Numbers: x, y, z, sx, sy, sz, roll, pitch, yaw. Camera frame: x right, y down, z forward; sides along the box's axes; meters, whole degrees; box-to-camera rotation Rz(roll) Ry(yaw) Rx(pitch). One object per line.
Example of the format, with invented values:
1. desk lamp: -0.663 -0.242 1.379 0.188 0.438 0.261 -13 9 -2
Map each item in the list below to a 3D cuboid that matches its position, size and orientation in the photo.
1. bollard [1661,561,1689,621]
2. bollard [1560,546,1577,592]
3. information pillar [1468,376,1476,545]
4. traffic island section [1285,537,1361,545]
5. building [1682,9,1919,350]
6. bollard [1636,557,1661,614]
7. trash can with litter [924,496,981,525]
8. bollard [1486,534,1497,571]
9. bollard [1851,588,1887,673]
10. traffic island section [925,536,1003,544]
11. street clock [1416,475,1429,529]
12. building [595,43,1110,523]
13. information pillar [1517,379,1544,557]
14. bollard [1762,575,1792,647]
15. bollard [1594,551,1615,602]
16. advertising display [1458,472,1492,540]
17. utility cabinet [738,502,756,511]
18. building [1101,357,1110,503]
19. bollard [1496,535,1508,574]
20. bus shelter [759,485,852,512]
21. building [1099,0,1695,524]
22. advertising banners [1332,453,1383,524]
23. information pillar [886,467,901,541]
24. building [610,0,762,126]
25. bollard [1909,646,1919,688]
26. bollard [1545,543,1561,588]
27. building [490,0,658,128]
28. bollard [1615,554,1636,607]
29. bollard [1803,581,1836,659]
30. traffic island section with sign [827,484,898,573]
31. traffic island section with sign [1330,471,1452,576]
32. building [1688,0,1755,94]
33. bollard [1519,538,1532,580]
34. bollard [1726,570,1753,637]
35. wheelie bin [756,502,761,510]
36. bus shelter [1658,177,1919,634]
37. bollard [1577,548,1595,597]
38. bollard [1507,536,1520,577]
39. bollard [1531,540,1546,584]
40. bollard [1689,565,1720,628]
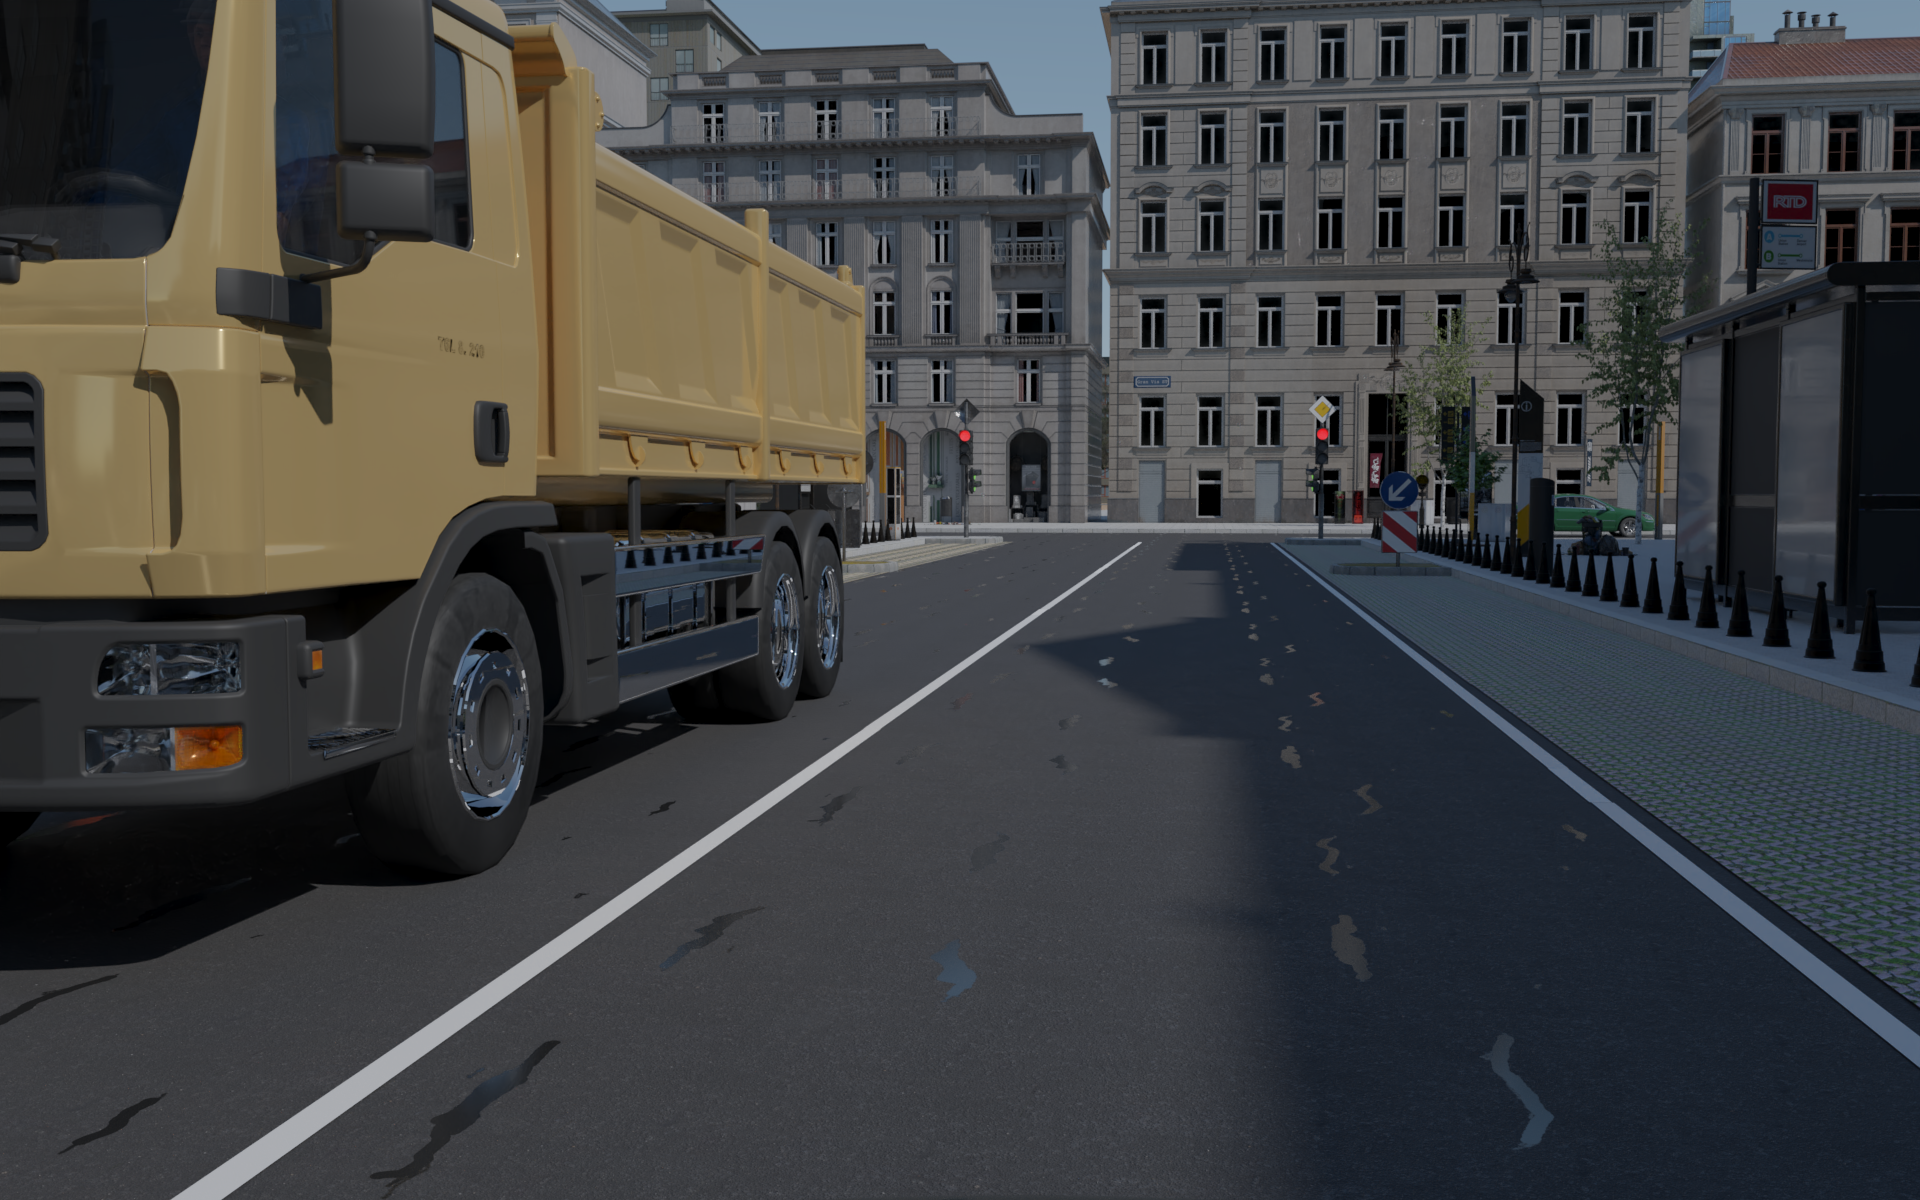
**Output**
1. bollard: 7.331 -0.099 17.653 0.229 0.601 0.229 0 3 0
2. bollard: 8.066 -0.410 22.747 0.229 0.601 0.229 0 3 0
3. information pillar: 10.142 -2.627 34.309 0.183 3.616 0.504 1 4 13
4. traffic island section: 10.350 -1.670 49.588 2.009 0.180 2.903 1 4 8
5. building: 42.249 -14.672 76.051 21.152 22.565 11.583 1 4 8
6. bollard: 7.474 -0.161 18.670 0.229 0.601 0.229 0 3 0
7. trash can with litter: -0.251 -3.742 72.241 2.233 1.210 1.678 1 4 22
8. bollard: 8.945 -0.784 28.855 0.229 0.601 0.229 0 3 0
9. bollard: 6.590 0.214 12.536 0.229 0.601 0.229 0 3 0
10. traffic island section: 0.164 -1.760 51.056 2.009 0.180 2.903 1 4 8
11. street clock: 17.168 -3.656 64.341 0.471 2.002 0.358 1 4 23
12. building: -5.106 -14.743 82.845 24.055 21.916 13.314 1 4 8
13. information pillar: 11.579 -2.681 35.189 0.504 3.616 0.183 2 4 27
14. bollard: 6.885 0.089 14.584 0.229 0.601 0.229 0 3 0
15. bollard: 7.769 -0.286 20.715 0.229 0.601 0.229 0 3 0
16. advertising display: 14.423 -2.649 48.523 0.974 1.923 0.123 -1 4 -9
17. utility cabinet: -4.398 -1.395 33.977 0.306 1.237 1.020 2 4 29
18. building: 10.792 -24.788 250.317 28.899 21.520 27.650 1 4 8
19. bollard: 8.795 -0.721 27.831 0.229 0.601 0.229 0 3 0
20. bus shelter: -3.932 -3.296 45.171 1.731 3.624 6.357 1 4 8
21. building: 19.340 -17.292 79.992 25.104 27.353 12.463 1 4 8
22. advertising banners: 16.980 -4.758 73.988 2.074 3.025 0.090 0 4 6
23. information pillar: -1.829 -2.637 47.600 0.304 2.012 0.304 2 4 27
24. building: -36.408 -36.823 191.301 27.495 52.752 28.713 1 4 8
25. bollard: 6.445 0.277 11.505 0.229 0.601 0.229 0 3 0
26. bollard: 8.210 -0.472 23.764 0.229 0.601 0.229 0 3 0
27. building: -26.901 -18.406 86.846 20.117 28.700 13.634 1 4 8
28. bollard: 7.622 -0.223 19.686 0.229 0.601 0.229 0 3 0
29. bollard: 6.735 0.152 13.552 0.229 0.601 0.229 0 3 0
30. traffic island section with sign: -2.209 -1.444 32.235 1.989 1.847 2.006 1 4 8
31. traffic island section with sign: 7.691 -1.374 31.093 1.989 1.847 2.006 1 4 8
32. building: 90.880 -56.355 234.074 31.000 86.520 22.319 1 4 8
33. bollard: 8.503 -0.597 25.799 0.229 0.601 0.229 0 3 0
34. bollard: 7.032 0.027 15.605 0.229 0.601 0.229 0 3 0
35. wheelie bin: -5.020 -1.980 40.285 0.693 1.594 0.980 2 4 26
36. bus shelter: 9.506 -2.579 19.803 2.179 5.291 8.768 1 4 8
37. bollard: 7.919 -0.348 21.731 0.229 0.601 0.229 0 3 0
38. bollard: 8.648 -0.659 26.815 0.229 0.601 0.229 0 3 0
39. bollard: 8.353 -0.535 24.781 0.229 0.601 0.229 0 3 0
40. bollard: 7.179 -0.035 16.621 0.229 0.601 0.229 0 3 0
